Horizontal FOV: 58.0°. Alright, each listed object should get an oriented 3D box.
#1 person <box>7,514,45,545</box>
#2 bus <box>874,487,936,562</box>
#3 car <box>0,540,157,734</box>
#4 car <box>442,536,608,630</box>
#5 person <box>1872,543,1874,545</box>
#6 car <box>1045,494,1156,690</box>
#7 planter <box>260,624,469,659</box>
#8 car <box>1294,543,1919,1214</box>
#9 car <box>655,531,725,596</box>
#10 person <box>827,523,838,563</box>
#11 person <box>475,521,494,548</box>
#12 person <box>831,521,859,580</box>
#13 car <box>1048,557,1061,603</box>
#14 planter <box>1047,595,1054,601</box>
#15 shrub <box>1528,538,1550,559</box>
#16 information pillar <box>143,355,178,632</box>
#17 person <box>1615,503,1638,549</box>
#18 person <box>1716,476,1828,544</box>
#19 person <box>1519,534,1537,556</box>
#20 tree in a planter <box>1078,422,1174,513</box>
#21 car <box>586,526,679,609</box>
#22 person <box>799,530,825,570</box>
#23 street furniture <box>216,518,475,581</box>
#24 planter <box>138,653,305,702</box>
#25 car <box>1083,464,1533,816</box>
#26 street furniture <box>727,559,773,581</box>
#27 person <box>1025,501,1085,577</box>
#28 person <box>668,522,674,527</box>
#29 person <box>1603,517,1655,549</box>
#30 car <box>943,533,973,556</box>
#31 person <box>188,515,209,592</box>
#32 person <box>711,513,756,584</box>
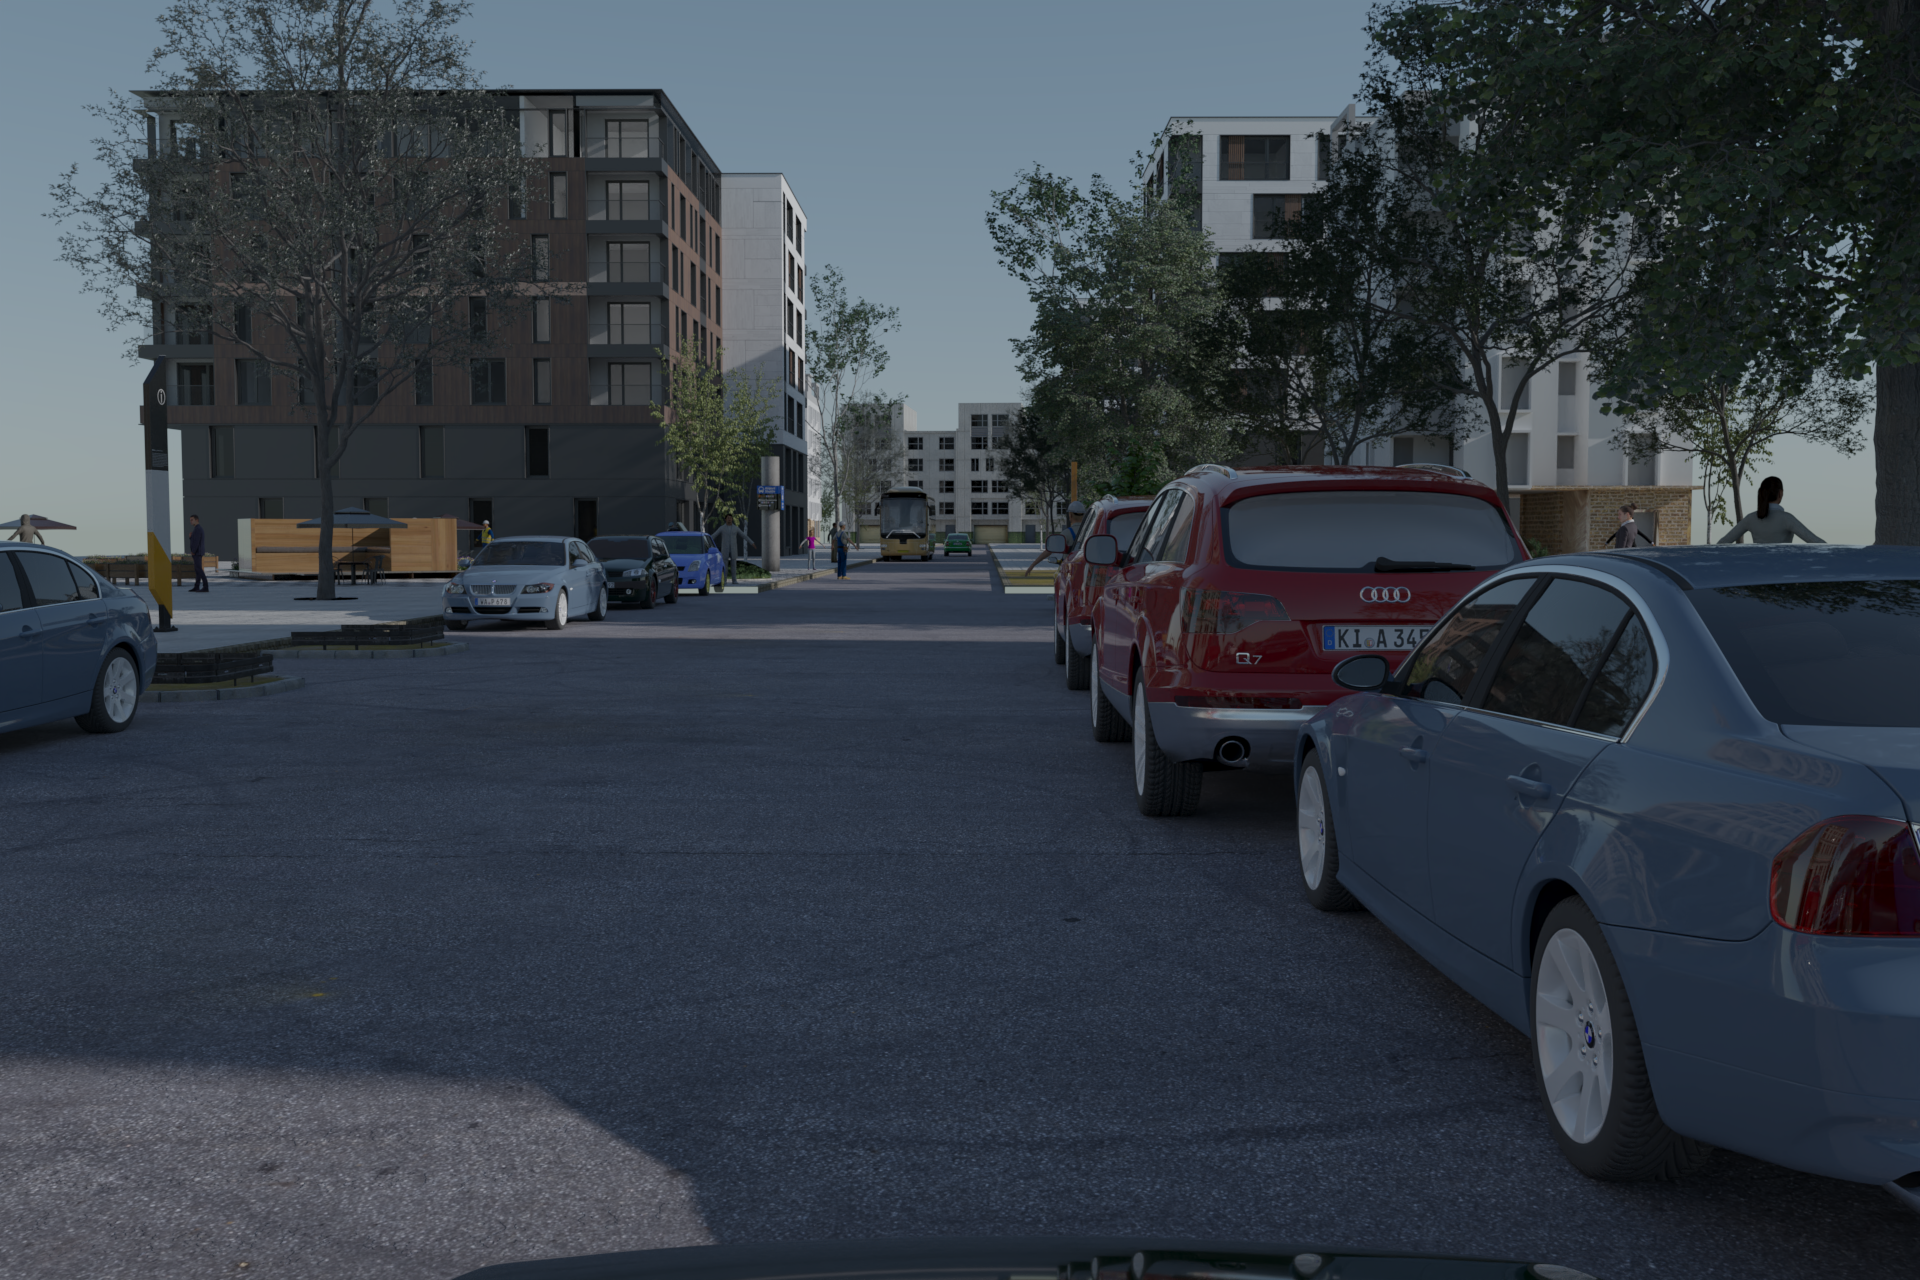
[{"bbox_3d":[-24.818,-2.438,45.995,0.705,1.813,1.348,1,4,20],"label":"person"},{"bbox_3d":[-2.770,-6.241,93.582,2.896,3.916,12.252,0,4,1],"label":"bus"},{"bbox_3d":[-6.932,0.046,11.246,2.014,1.417,4.499,0,4,1],"label":"car"},{"bbox_3d":[-6.777,-0.942,27.409,2.014,1.417,4.499,0,4,1],"label":"car"},{"bbox_3d":[9.334,-0.644,17.345,0.721,1.737,1.217,0,4,-3],"label":"person"},{"bbox_3d":[2.015,-0.535,17.426,2.281,1.827,5.304,0,4,1],"label":"car"},{"bbox_3d":[-7.065,0.014,20.916,1.991,0.319,1.994,0,4,1],"label":"planter"},{"bbox_3d":[2.218,0.420,5.137,2.014,1.417,4.499,0,4,-1],"label":"car"},{"bbox_3d":[-6.665,-1.941,41.324,1.945,1.707,3.694,0,4,0],"label":"car"},{"bbox_3d":[-5.583,-4.345,77.320,0.705,1.796,1.348,-3,4,-38],"label":"person"},{"bbox_3d":[-19.363,-3.959,70.706,1.349,1.833,0.705,3,5,43],"label":"person"},{"bbox_3d":[-3.698,-2.837,54.703,0.705,1.847,1.347,-3,5,-42],"label":"person"},{"bbox_3d":[2.623,-1.289,31.297,2.015,1.641,3.980,0,4,0],"label":"car"},{"bbox_3d":[2.905,-1.026,37.917,1.991,0.319,1.994,0,4,1],"label":"planter"},{"bbox_3d":[15.762,-2.243,47.792,1.383,1.207,1.383,0,3,0],"label":"shrub"},{"bbox_3d":[-10.444,-1.909,22.562,0.183,3.616,0.504,0,4,1],"label":"information pillar"},{"bbox_3d":[9.464,-1.097,24.784,0.445,1.727,0.742,0,4,8],"label":"person"},{"bbox_3d":[6.369,-0.410,13.539,0.721,1.735,1.217,-3,5,-40],"label":"person"},{"bbox_3d":[9.033,-1.360,29.011,1.217,1.736,0.721,2,4,28],"label":"person"},{"bbox_3d":[2.803,-1.869,27.778,1.991,3.239,1.994,0,4,2],"label":"tree in a planter"},{"bbox_3d":[-6.704,-1.503,34.363,2.009,1.686,4.222,0,4,0],"label":"car"},{"bbox_3d":[-5.273,-3.208,61.721,0.991,1.433,0.599,-2,4,-26],"label":"person"},{"bbox_3d":[-17.279,-2.783,52.357,9.812,1.723,11.010,-2,4,-33],"label":"street furniture"},{"bbox_3d":[-7.130,0.331,15.729,1.991,0.319,1.994,0,4,1],"label":"planter"},{"bbox_3d":[1.918,-0.101,10.323,2.281,1.827,5.304,0,4,0],"label":"car"},{"bbox_3d":[-8.449,-2.250,52.411,5.734,0.657,10.072,0,4,-5],"label":"street furniture"},{"bbox_3d":[1.454,-0.830,21.881,1.347,1.847,0.705,-2,4,-27],"label":"person"},{"bbox_3d":[-13.029,-4.420,78.394,0.704,1.817,1.347,-3,4,-38],"label":"person"},{"bbox_3d":[16.352,-2.177,42.323,1.216,1.740,0.721,2,4,30],"label":"person"},{"bbox_3d":[-0.114,-6.330,112.293,1.959,1.807,4.718,0,4,1],"label":"car"},{"bbox_3d":[-16.818,-1.910,38.193,0.530,1.710,0.541,0,4,-7],"label":"person"},{"bbox_3d":[-5.899,-2.333,44.325,1.347,1.806,0.705,-1,4,-15],"label":"person"}]
